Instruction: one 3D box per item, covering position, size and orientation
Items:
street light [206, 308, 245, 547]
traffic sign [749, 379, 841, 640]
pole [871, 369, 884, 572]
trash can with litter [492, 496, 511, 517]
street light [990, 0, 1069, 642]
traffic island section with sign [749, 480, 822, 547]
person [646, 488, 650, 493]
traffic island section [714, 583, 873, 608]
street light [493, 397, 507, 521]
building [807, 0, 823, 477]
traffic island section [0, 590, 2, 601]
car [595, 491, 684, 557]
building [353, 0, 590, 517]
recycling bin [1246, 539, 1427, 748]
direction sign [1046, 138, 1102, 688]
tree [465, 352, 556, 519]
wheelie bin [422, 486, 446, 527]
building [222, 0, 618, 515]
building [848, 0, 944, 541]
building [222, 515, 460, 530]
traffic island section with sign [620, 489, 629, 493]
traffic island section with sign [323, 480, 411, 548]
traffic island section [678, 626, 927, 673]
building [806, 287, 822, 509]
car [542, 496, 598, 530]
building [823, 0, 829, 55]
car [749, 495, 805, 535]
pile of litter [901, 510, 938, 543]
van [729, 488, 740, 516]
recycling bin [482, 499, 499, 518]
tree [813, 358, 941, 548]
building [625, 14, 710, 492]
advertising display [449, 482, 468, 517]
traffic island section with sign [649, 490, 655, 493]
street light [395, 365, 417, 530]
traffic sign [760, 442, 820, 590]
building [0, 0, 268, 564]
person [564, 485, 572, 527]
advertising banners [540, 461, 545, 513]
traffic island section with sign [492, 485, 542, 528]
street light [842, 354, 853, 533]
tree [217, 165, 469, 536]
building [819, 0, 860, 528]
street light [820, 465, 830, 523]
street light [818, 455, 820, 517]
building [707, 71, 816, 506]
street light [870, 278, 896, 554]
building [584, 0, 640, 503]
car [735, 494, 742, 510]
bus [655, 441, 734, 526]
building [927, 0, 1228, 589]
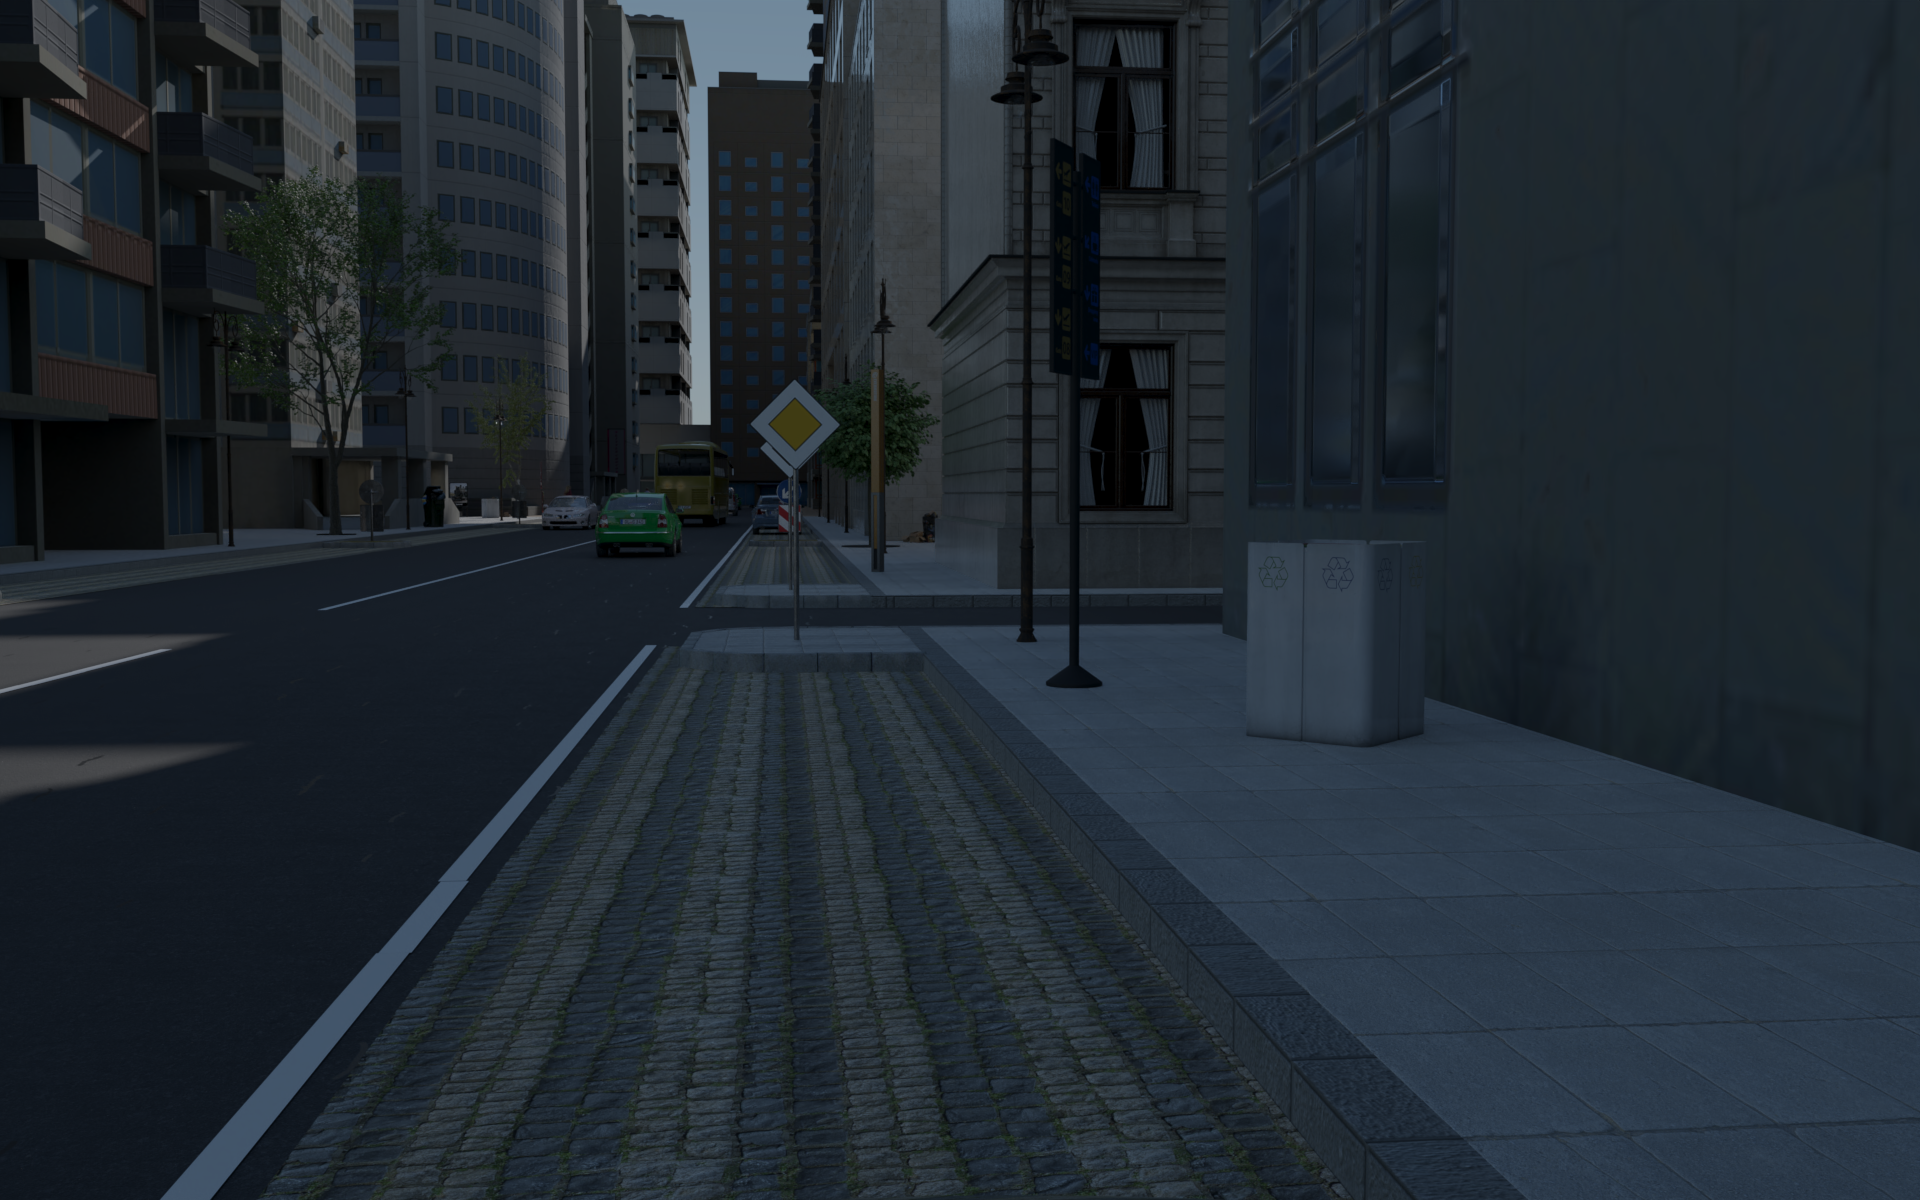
[{"bbox_3d":[-17.790,-4.240,42.107,0.468,5.910,1.993,0,4,-6],"label":"street light"},{"bbox_3d":[-1.439,-0.705,15.165,0.795,2.450,0.064,0,4,-6],"label":"traffic sign"},{"bbox_3d":[-1.355,-2.116,28.443,0.158,3.312,0.155,0,3,0],"label":"pole"},{"bbox_3d":[-25.471,-5.174,95.989,1.055,1.170,0.624,-3,5,-41],"label":"trash can with litter"},{"bbox_3d":[0.580,-2.574,14.876,0.468,5.910,1.993,0,4,-6],"label":"street light"},{"bbox_3d":[-4.810,-2.389,47.683,1.989,1.847,2.006,0,4,-6],"label":"traffic island section with sign"},{"bbox_3d":[-20.790,-6.533,115.189,0.709,1.838,0.599,0,4,-4],"label":"person"},{"bbox_3d":[-2.245,-0.055,23.186,2.009,0.180,2.903,0,4,-6],"label":"traffic island section"},{"bbox_3d":[-21.967,-6.731,82.831,0.468,5.910,1.993,0,4,-6],"label":"street light"},{"bbox_3d":[-0.285,-29.122,130.771,22.147,44.769,28.867,0,4,-6],"label":"building"},{"bbox_3d":[-13.625,0.017,22.007,2.009,0.180,2.903,0,4,-6],"label":"traffic island section"},{"bbox_3d":[-7.528,-1.960,40.835,1.959,1.807,4.718,0,4,-6],"label":"car"},{"bbox_3d":[-35.697,-34.639,108.344,21.231,58.520,28.212,0,4,-6],"label":"building"},{"bbox_3d":[2.003,0.204,9.213,0.722,1.027,0.722,3,5,39],"label":"recycling bin"},{"bbox_3d":[0.765,-1.193,11.507,0.379,3.537,0.876,2,4,24],"label":"direction sign"},{"bbox_3d":[-22.933,-8.468,88.809,4.737,8.622,4.395,0,3,0],"label":"tree"},{"bbox_3d":[-20.269,-3.605,66.853,0.693,1.594,0.980,2,4,34],"label":"wheelie bin"},{"bbox_3d":[-43.782,-27.110,135.123,32.217,40.220,23.993,0,4,-6],"label":"building"},{"bbox_3d":[1.980,-12.277,55.477,10.420,20.320,16.860,0,4,-6],"label":"building"},{"bbox_3d":[-37.497,-22.945,67.031,32.217,40.220,23.993,0,4,-6],"label":"building"},{"bbox_3d":[-23.938,-7.046,123.830,1.989,1.847,2.006,0,4,-6],"label":"traffic island section with sign"},{"bbox_3d":[-15.864,-2.317,46.511,1.989,1.847,2.006,0,4,-6],"label":"traffic island section with sign"},{"bbox_3d":[-1.416,0.430,15.244,2.009,0.180,2.903,0,4,-6],"label":"traffic island section"},{"bbox_3d":[-0.106,-19.293,160.484,27.650,21.520,28.899,0,4,-6],"label":"building"},{"bbox_3d":[-15.879,-3.568,70.696,2.083,1.381,4.827,0,4,-5],"label":"car"},{"bbox_3d":[-1.465,-28.068,109.021,14.600,45.320,14.200,0,4,-6],"label":"building"},{"bbox_3d":[-6.559,-3.060,62.028,2.014,1.417,4.499,0,4,-6],"label":"car"},{"bbox_3d":[-1.040,-1.966,46.116,1.176,0.858,1.719,1,4,19],"label":"pile of litter"},{"bbox_3d":[-15.533,-6.559,114.257,2.013,2.044,4.112,0,4,-5],"label":"van"},{"bbox_3d":[-25.136,-4.903,92.716,0.722,1.027,0.722,-3,4,-36],"label":"recycling bin"},{"bbox_3d":[-2.095,-3.567,42.034,4.285,4.588,4.351,0,3,0],"label":"tree"},{"bbox_3d":[-41.320,-36.872,192.091,27.495,52.752,28.713,0,4,-6],"label":"building"},{"bbox_3d":[-27.752,-5.545,95.879,0.974,1.923,0.123,-1,4,-18],"label":"advertising display"},{"bbox_3d":[-26.735,-8.686,150.640,1.989,1.847,2.006,0,4,-6],"label":"traffic island section with sign"},{"bbox_3d":[-19.835,-5.462,62.093,0.468,5.910,1.993,0,4,-6],"label":"street light"},{"bbox_3d":[-2.268,-1.190,23.107,0.795,2.450,0.064,0,4,-6],"label":"traffic sign"},{"bbox_3d":[-27.423,-23.166,33.383,22.147,44.769,28.867,0,4,-6],"label":"building"},{"bbox_3d":[-17.285,-4.157,76.438,0.573,1.828,0.580,-2,4,-34],"label":"person"},{"bbox_3d":[-22.638,-5.973,93.849,0.090,3.025,2.074,-1,4,-10],"label":"advertising banners"},{"bbox_3d":[-18.656,-3.957,73.322,1.989,1.847,2.006,0,4,-6],"label":"traffic island section with sign"},{"bbox_3d":[-3.754,-5.159,57.130,0.468,5.910,1.993,0,4,-6],"label":"street light"},{"bbox_3d":[-19.439,-7.838,53.914,9.928,11.665,9.643,0,3,0],"label":"tree"},{"bbox_3d":[3.495,-16.946,81.585,19.350,26.468,34.151,0,4,-6],"label":"building"},{"bbox_3d":[-5.862,-6.374,77.009,0.468,5.910,1.993,0,4,-6],"label":"street light"},{"bbox_3d":[-7.875,-7.591,96.897,0.468,5.910,1.993,0,4,-6],"label":"street light"},{"bbox_3d":[-19.755,-32.884,187.768,14.200,45.320,14.600,0,4,-6],"label":"building"},{"bbox_3d":[-1.652,-3.943,37.251,0.468,5.910,1.993,0,4,-6],"label":"street light"},{"bbox_3d":[-41.196,-32.776,159.586,21.600,48.544,21.300,0,4,-6],"label":"building"},{"bbox_3d":[-20.382,-8.892,154.184,1.959,1.807,4.718,0,4,-5],"label":"car"},{"bbox_3d":[-12.224,-5.414,80.061,2.896,3.916,12.252,0,4,-4],"label":"bus"},{"bbox_3d":[9.036,-10.016,28.390,19.286,19.102,10.561,0,4,-6],"label":"building"}]
